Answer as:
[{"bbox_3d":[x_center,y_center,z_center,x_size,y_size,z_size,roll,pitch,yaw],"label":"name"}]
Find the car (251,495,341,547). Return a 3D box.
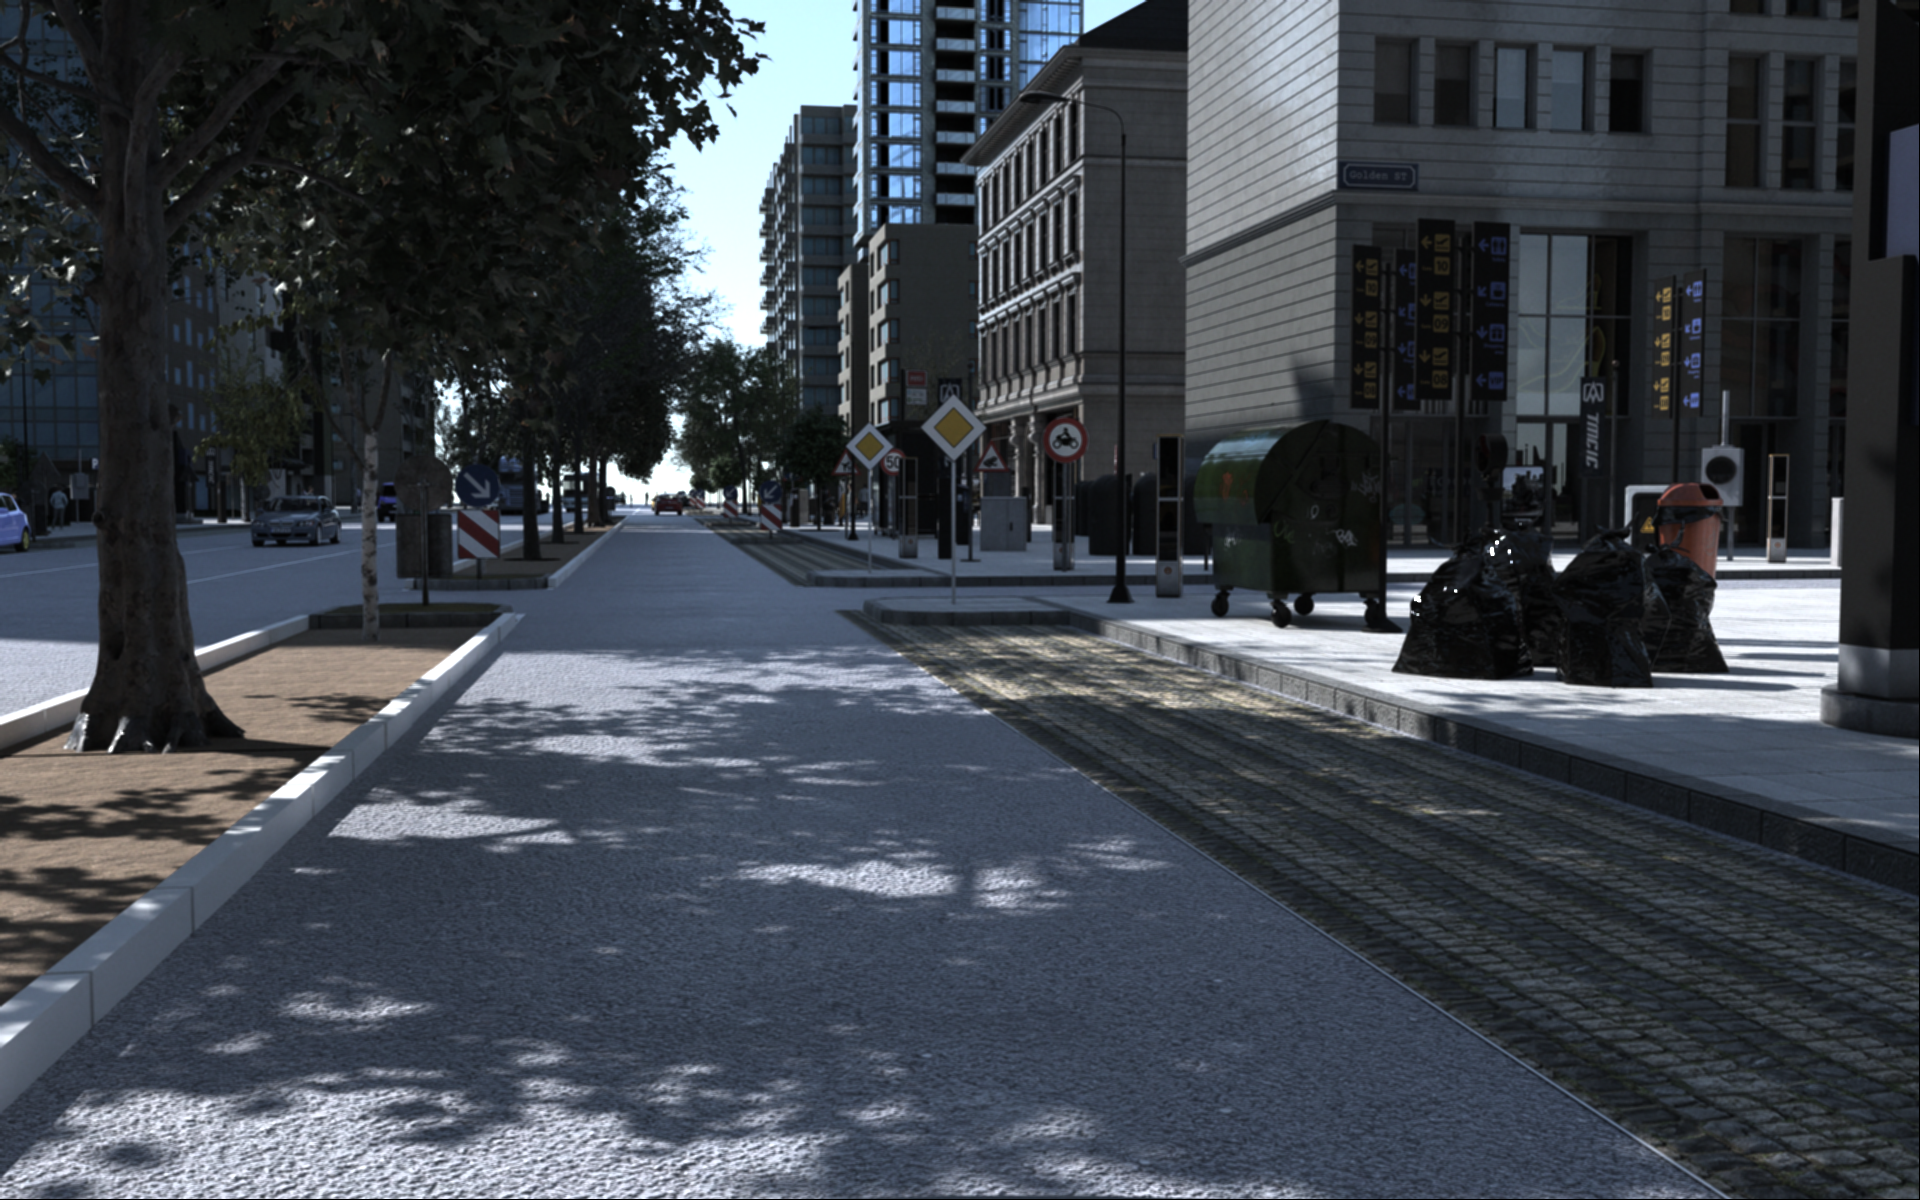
[{"bbox_3d":[-18.702,-2.260,48.948,2.014,1.417,4.499,-1,4,-9],"label":"car"}]

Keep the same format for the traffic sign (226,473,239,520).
[{"bbox_3d":[-35.718,-5.071,85.044,0.606,2.300,0.079,0,4,-1],"label":"traffic sign"}]

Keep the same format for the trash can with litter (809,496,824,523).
[{"bbox_3d":[-6.272,-4.080,77.764,1.678,1.210,2.233,2,4,35],"label":"trash can with litter"}]

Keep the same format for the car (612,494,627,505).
[{"bbox_3d":[-46.997,-14.023,239.061,2.009,1.686,4.222,-1,4,-10],"label":"car"}]

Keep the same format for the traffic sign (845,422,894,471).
[{"bbox_3d":[-1.435,-1.574,27.926,0.795,2.593,0.064,-1,4,-10],"label":"traffic sign"}]

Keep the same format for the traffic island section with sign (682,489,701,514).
[{"bbox_3d":[-19.072,-7.210,126.505,1.989,1.847,2.006,-1,4,-10],"label":"traffic island section with sign"}]

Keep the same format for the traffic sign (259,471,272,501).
[{"bbox_3d":[-36.583,-5.564,91.081,0.768,2.556,0.104,0,4,-7],"label":"traffic sign"}]

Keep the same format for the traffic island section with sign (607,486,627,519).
[{"bbox_3d":[-20.358,-5.658,100.638,2.006,1.907,1.989,-1,4,-10],"label":"traffic island section with sign"}]

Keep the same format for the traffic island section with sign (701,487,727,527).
[{"bbox_3d":[-10.275,-4.150,76.486,1.989,1.847,2.006,-1,4,-10],"label":"traffic island section with sign"}]

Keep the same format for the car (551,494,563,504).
[{"bbox_3d":[-56.004,-14.045,241.636,2.014,1.417,4.499,-1,4,-10],"label":"car"}]

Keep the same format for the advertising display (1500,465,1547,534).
[{"bbox_3d":[12.498,-2.033,38.451,0.974,1.923,0.123,2,4,35],"label":"advertising display"}]

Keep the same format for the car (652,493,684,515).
[{"bbox_3d":[-20.032,-6.720,118.917,2.155,1.783,4.494,-1,4,-11],"label":"car"}]

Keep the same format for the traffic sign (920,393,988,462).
[{"bbox_3d":[-0.052,-1.093,20.061,0.795,2.593,0.064,-1,4,-10],"label":"traffic sign"}]

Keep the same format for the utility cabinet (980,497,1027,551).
[{"bbox_3d":[0.978,-1.700,38.950,1.020,1.237,0.306,1,4,10],"label":"utility cabinet"}]

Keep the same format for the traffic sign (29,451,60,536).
[{"bbox_3d":[-27.682,-3.204,52.388,0.884,2.594,0.081,0,4,-6],"label":"traffic sign"}]

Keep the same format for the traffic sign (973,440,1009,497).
[{"bbox_3d":[0.747,-2.543,41.587,0.884,2.594,0.081,0,4,-6],"label":"traffic sign"}]

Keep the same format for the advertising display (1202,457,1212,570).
[{"bbox_3d":[4.522,-1.448,28.881,0.974,1.923,0.123,2,4,26],"label":"advertising display"}]

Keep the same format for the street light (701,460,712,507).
[{"bbox_3d":[-21.591,-10.896,150.693,1.470,5.913,1.316,-1,4,-10],"label":"street light"}]

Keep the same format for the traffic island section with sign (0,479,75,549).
[{"bbox_3d":[-24.583,-2.265,45.668,1.989,1.847,2.006,-1,4,-10],"label":"traffic island section with sign"}]

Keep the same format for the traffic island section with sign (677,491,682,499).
[{"bbox_3d":[-23.735,-8.834,153.056,1.989,1.847,2.006,-1,4,-10],"label":"traffic island section with sign"}]

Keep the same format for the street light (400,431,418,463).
[{"bbox_3d":[-40.303,-9.430,126.728,1.470,5.913,1.316,-1,4,-10],"label":"street light"}]

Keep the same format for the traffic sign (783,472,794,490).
[{"bbox_3d":[-6.662,-4.207,68.890,0.768,2.556,0.104,0,4,-7],"label":"traffic sign"}]

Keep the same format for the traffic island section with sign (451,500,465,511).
[{"bbox_3d":[-42.843,-8.622,149.596,1.989,1.847,2.006,-1,4,-10],"label":"traffic island section with sign"}]

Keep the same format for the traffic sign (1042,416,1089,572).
[{"bbox_3d":[1.728,-1.740,28.550,0.768,2.556,0.104,0,4,-6],"label":"traffic sign"}]

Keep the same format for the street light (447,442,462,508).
[{"bbox_3d":[-45.117,-11.129,154.500,1.470,5.913,1.316,-1,4,-10],"label":"street light"}]

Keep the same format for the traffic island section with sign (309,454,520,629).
[{"bbox_3d":[-6.064,-0.685,19.334,2.006,1.907,1.989,-1,4,-10],"label":"traffic island section with sign"}]

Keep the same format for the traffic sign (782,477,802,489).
[{"bbox_3d":[-6.885,-4.370,71.450,0.884,2.594,0.081,-1,4,-9],"label":"traffic sign"}]

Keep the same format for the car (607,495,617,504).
[{"bbox_3d":[-50.106,-14.646,249.046,1.945,1.707,3.694,-1,4,-11],"label":"car"}]

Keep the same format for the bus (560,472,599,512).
[{"bbox_3d":[-30.601,-8.916,140.638,2.948,3.499,13.247,-1,4,-10],"label":"bus"}]

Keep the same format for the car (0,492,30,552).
[{"bbox_3d":[-23.616,-1.941,41.327,1.945,1.707,3.694,-1,4,-11],"label":"car"}]

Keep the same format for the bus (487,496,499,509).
[{"bbox_3d":[-41.078,-9.902,156.753,2.948,3.499,13.247,-1,4,-11],"label":"bus"}]

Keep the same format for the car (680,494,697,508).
[{"bbox_3d":[-26.793,-9.893,171.537,2.009,1.686,4.222,-1,4,-10],"label":"car"}]

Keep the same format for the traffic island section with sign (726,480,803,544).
[{"bbox_3d":[-5.609,-2.527,49.937,1.989,1.847,2.006,-1,4,-10],"label":"traffic island section with sign"}]

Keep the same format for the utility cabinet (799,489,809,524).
[{"bbox_3d":[-6.787,-3.973,73.629,0.318,1.500,1.173,1,4,17],"label":"utility cabinet"}]

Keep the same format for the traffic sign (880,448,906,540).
[{"bbox_3d":[-1.854,-2.951,48.360,0.768,2.556,0.104,-1,4,-10],"label":"traffic sign"}]

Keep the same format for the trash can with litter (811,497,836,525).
[{"bbox_3d":[-5.695,-3.715,72.123,1.055,1.170,0.624,1,4,10],"label":"trash can with litter"}]

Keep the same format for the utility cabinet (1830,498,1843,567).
[{"bbox_3d":[15.921,-1.183,30.505,1.020,1.237,0.306,0,4,-1],"label":"utility cabinet"}]

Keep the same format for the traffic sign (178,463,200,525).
[{"bbox_3d":[-32.392,-4.451,72.779,0.884,2.594,0.081,0,4,-2],"label":"traffic sign"}]

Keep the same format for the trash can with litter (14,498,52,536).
[{"bbox_3d":[-28.534,-2.554,53.150,0.624,1.170,1.055,2,4,34],"label":"trash can with litter"}]

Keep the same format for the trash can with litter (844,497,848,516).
[{"bbox_3d":[-6.963,-5.579,102.601,0.624,1.170,1.055,-1,4,-17],"label":"trash can with litter"}]

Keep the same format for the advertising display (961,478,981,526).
[{"bbox_3d":[0.373,-3.942,69.663,0.974,1.923,0.123,-2,4,-27],"label":"advertising display"}]

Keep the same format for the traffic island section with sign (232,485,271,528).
[{"bbox_3d":[-29.347,-3.922,72.753,1.989,1.847,2.006,-1,4,-10],"label":"traffic island section with sign"}]

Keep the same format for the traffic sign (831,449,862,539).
[{"bbox_3d":[-3.245,-3.019,49.365,0.884,2.594,0.081,0,4,-6],"label":"traffic sign"}]

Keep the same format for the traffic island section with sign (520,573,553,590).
[{"bbox_3d":[-7.338,-1.131,26.631,2.006,1.907,1.989,-1,4,-10],"label":"traffic island section with sign"}]

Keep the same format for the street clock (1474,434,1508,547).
[{"bbox_3d":[6.386,-0.997,20.877,0.358,2.002,0.471,0,4,-6],"label":"street clock"}]

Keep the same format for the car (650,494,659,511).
[{"bbox_3d":[-25.609,-8.476,148.801,2.015,1.641,3.980,-1,4,-12],"label":"car"}]

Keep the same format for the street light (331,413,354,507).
[{"bbox_3d":[-35.495,-7.767,99.530,1.470,5.913,1.316,-1,4,-10],"label":"street light"}]

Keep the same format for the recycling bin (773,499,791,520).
[{"bbox_3d":[-8.724,-4.428,84.950,0.722,1.027,0.722,1,4,15],"label":"recycling bin"}]

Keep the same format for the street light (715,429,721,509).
[{"bbox_3d":[-16.786,-9.254,123.840,1.470,5.913,1.316,-1,4,-10],"label":"street light"}]
